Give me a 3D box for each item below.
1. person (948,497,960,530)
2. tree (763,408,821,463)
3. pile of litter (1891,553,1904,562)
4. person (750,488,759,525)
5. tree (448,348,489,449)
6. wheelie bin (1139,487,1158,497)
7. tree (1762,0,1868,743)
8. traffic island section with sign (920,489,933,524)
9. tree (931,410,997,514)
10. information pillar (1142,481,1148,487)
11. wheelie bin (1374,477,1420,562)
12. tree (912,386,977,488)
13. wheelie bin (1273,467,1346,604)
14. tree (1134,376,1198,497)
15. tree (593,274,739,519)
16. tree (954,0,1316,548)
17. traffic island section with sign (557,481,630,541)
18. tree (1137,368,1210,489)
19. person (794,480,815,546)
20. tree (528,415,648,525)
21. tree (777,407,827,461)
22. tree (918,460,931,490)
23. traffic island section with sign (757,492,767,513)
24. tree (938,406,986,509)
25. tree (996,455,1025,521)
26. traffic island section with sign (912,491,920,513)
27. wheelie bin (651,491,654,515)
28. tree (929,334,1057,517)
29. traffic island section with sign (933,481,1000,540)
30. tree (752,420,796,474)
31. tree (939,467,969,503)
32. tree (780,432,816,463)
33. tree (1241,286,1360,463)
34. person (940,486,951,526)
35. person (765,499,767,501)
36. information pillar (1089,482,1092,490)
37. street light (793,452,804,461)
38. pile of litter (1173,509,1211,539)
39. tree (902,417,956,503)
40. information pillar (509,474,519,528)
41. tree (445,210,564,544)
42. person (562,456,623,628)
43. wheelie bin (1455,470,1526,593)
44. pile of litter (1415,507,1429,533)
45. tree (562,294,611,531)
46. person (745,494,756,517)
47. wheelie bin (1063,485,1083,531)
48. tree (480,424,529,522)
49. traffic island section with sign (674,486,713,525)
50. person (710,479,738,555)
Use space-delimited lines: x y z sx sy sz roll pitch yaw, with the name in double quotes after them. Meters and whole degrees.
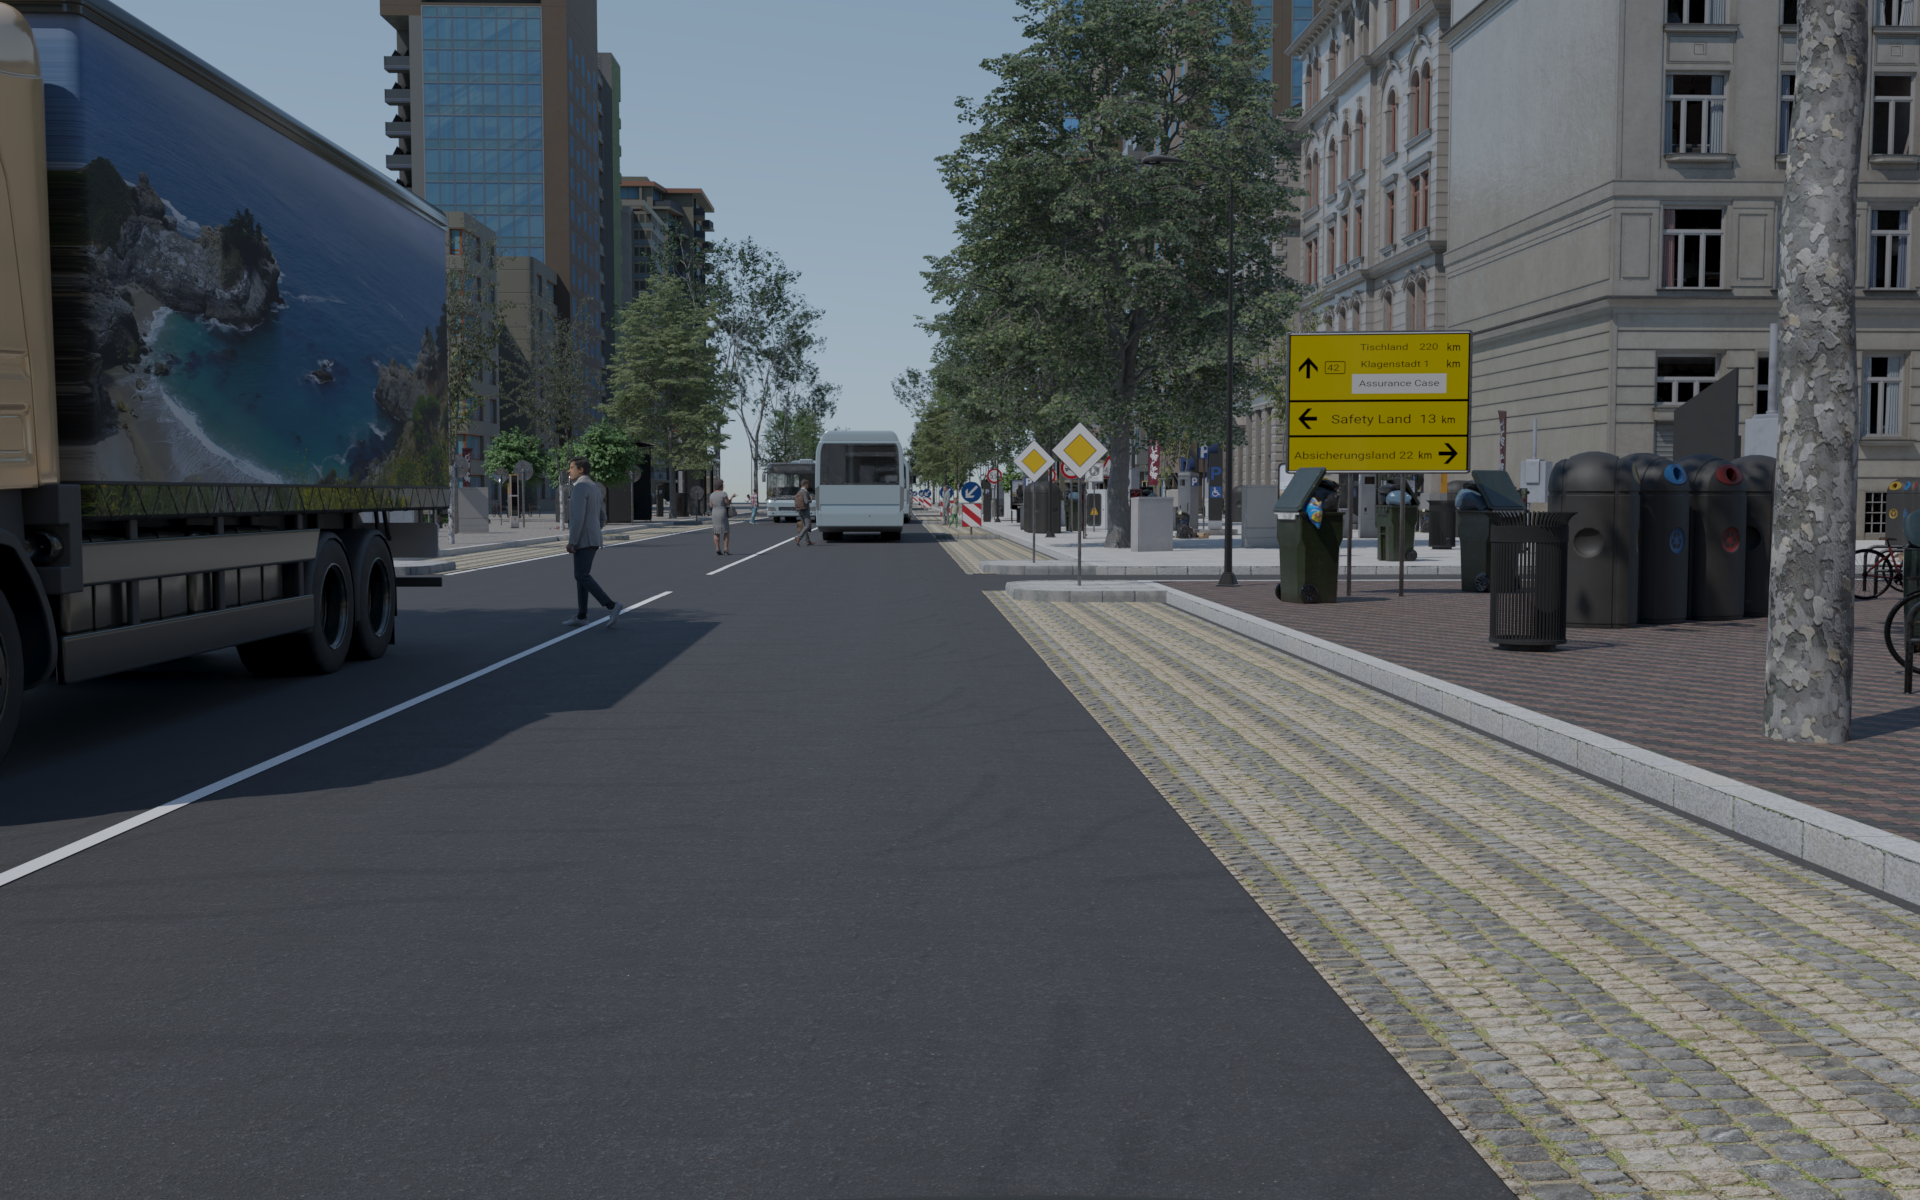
-0.242 -3.478 69.606 0.306 1.304 0.590 -3 5 -44 "person"
-20.122 -17.240 207.636 9.928 11.665 9.643 0 3 0 "tree"
18.315 -1.159 32.909 1.719 0.858 1.176 -1 4 -21 "pile of litter"
-9.670 -4.402 81.310 0.643 1.720 0.563 -2 4 -34 "person"
-25.183 -8.197 84.387 4.737 8.622 4.395 0 3 0 "tree"
7.779 -3.946 72.432 0.980 1.594 0.693 0 4 5 "wheelie bin"
5.688 -9.385 9.334 12.611 20.169 13.585 0 3 0 "tree"
-0.767 -4.489 82.017 1.989 1.847 2.006 0 4 -2 "traffic island section with sign"
1.216 -9.762 109.971 4.360 8.622 3.978 0 3 0 "tree"
10.417 -5.677 97.304 0.304 2.012 0.304 2 4 28 "information pillar"
8.341 -1.540 33.091 0.693 1.594 0.980 -1 4 -16 "wheelie bin"
-0.963 -15.174 166.219 7.486 12.596 7.792 0 3 0 "tree"
4.141 -0.772 20.524 0.693 1.594 0.980 -1 4 -18 "wheelie bin"
12.304 -9.284 102.161 4.360 8.622 3.978 0 3 0 "tree"
-15.312 -10.527 90.243 7.486 12.596 7.792 0 3 0 "tree"
3.903 -8.227 41.165 9.857 13.997 8.962 0 3 0 "tree"
-11.315 -2.753 53.636 1.989 1.847 2.006 0 4 -2 "traffic island section with sign"
10.066 -7.843 78.599 4.737 8.622 4.395 0 3 0 "tree"
-4.332 -2.414 47.935 0.822 1.834 0.622 -3 5 -42 "person"
-14.598 -5.376 71.615 4.285 4.588 4.351 0 3 0 "tree"
-20.095 -18.756 224.791 7.486 12.596 7.792 0 3 0 "tree"
-3.040 -16.390 218.338 4.360 8.622 3.978 0 3 0 "tree"
-14.107 -7.393 129.507 1.989 1.847 2.006 0 4 -2 "traffic island section with sign"
0.057 -11.421 137.099 4.737 8.622 4.395 0 3 0 "tree"
2.440 -5.385 82.653 1.663 3.219 1.824 0 3 0 "tree"
-2.617 -7.542 131.943 1.989 1.847 2.006 0 4 -2 "traffic island section with sign"
-16.193 -4.976 89.268 0.980 1.594 0.693 -3 4 -38 "wheelie bin"
1.856 -10.485 97.181 9.928 11.665 9.643 0 3 0 "tree"
0.226 -2.839 55.048 1.989 1.847 2.006 0 4 -2 "traffic island section with sign"
-18.075 -13.292 167.694 4.737 8.622 4.395 0 3 0 "tree"
-0.526 -11.579 173.031 4.285 4.588 4.351 0 3 0 "tree"
-19.050 -15.358 201.471 4.360 8.622 3.978 0 3 0 "tree"
11.761 -6.738 60.527 4.737 8.622 4.395 0 3 0 "tree"
-0.618 -4.251 78.099 0.391 1.810 0.635 -1 4 -22 "person"
-11.770 -6.137 109.666 1.217 1.723 0.721 -1 4 -14 "person"
5.894 -5.287 77.804 0.183 3.616 0.504 -1 4 -12 "information pillar"
-17.871 -13.396 191.563 1.470 5.913 1.316 0 4 -2 "street light"
6.689 -2.221 50.285 1.176 0.858 1.719 0 4 8 "pile of litter"
-4.469 -20.335 249.485 9.611 12.733 9.660 0 3 0 "tree"
-16.682 -3.688 64.793 0.304 2.012 0.304 -2 4 -23 "information pillar"
-13.344 -5.760 44.541 4.360 8.622 3.978 0 3 0 "tree"
-3.974 -0.635 18.722 0.795 1.843 0.661 1 4 13 "person"
6.934 -0.910 22.791 0.980 1.594 0.693 -2 4 -30 "wheelie bin"
15.755 -2.675 57.695 1.176 0.858 1.719 1 4 17 "pile of litter"
-14.020 -6.724 60.292 4.360 8.622 3.978 0 3 0 "tree"
-13.062 -5.907 108.269 0.628 1.438 0.799 1 4 10 "person"
3.969 -3.176 59.844 0.693 1.594 0.980 -1 4 -19 "wheelie bin"
-20.692 -5.952 81.033 4.285 4.588 4.351 0 3 0 "tree"
-12.325 -4.439 81.202 1.989 1.847 2.006 0 4 -2 "traffic island section with sign"
-5.498 -1.944 40.641 0.716 1.782 0.532 2 4 27 "person"
